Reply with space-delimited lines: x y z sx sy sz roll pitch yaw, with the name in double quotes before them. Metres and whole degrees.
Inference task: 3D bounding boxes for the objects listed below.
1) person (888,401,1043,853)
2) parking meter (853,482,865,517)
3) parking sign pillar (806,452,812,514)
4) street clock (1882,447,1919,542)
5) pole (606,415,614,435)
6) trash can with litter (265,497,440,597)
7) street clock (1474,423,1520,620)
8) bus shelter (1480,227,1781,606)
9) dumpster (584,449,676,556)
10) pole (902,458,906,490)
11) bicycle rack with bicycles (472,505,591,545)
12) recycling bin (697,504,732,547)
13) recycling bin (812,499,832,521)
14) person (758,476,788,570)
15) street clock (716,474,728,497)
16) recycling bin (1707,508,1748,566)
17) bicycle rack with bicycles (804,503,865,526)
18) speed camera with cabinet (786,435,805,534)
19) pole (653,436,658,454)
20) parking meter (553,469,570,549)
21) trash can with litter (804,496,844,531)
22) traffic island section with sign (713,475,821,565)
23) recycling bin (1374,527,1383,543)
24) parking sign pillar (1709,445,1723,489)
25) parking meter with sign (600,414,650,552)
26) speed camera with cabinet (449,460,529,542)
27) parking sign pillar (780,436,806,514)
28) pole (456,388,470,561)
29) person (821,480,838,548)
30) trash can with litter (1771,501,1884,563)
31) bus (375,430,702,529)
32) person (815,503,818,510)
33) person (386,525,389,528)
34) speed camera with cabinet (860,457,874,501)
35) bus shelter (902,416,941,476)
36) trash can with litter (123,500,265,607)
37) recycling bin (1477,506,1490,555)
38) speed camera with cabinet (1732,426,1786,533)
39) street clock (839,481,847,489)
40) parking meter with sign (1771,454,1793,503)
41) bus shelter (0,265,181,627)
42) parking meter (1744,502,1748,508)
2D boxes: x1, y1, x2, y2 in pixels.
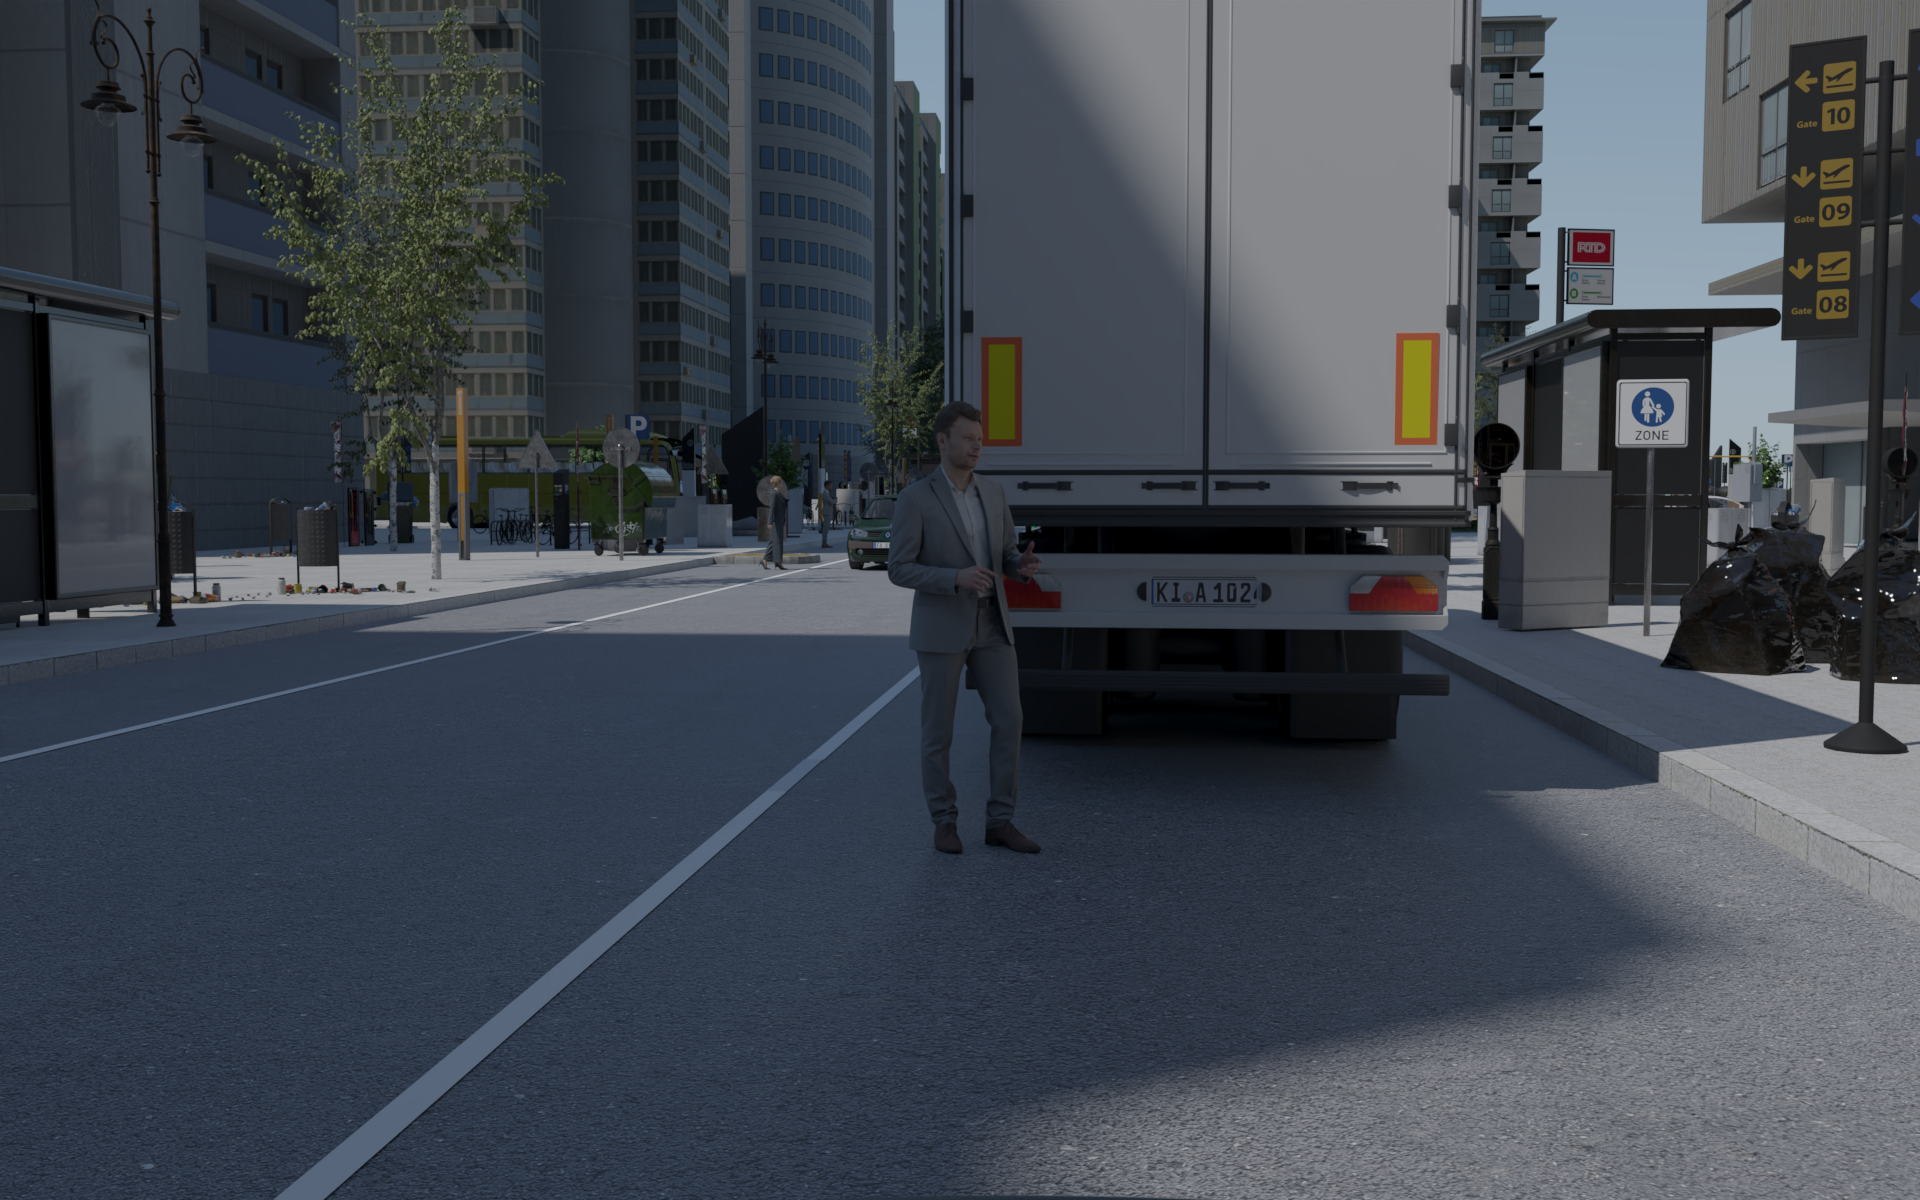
"person" 0.052 0.110 6.901 0.606 1.804 0.583 -3 4 -37
"parking meter" -4.946 -4.779 83.855 0.399 1.863 0.255 2 4 34
"parking sign pillar" -10.088 -7.547 111.862 1.447 3.967 1.447 3 4 39
"street clock" 14.546 -1.363 26.859 0.471 2.002 0.358 0 4 5
"pole" -9.010 -3.110 44.688 0.158 3.312 0.155 0 3 0
"trash can with litter" -7.937 -0.696 22.435 2.233 1.210 1.678 0 4 -8
"street clock" 5.442 -0.801 17.670 0.471 2.002 0.358 1 4 11
"bus shelter" 8.585 -2.827 23.857 2.179 5.291 8.768 0 4 5
"dumpster" -6.978 -2.087 36.624 1.502 2.255 1.985 0 4 5
"pole" -3.133 -6.323 97.230 0.158 3.312 0.155 0 3 0
"bicycle rack with bicycles" -10.912 -1.887 44.239 2.852 0.926 2.925 1 4 22
"recycling bin" -5.939 -1.798 41.946 0.722 1.027 0.722 0 4 4
"recycling bin" -6.617 -4.303 82.915 0.722 1.027 0.722 -2 4 -33
"person" -3.510 -1.456 32.728 0.534 1.772 0.576 -1 4 -20
"street clock" -7.103 -2.881 51.672 0.358 2.002 0.471 -2 4 -25
"recycling bin" 13.536 -1.125 30.945 0.722 1.027 0.722 -1 4 -18
"bicycle rack with bicycles" -5.407 -3.482 70.320 2.852 0.926 2.925 0 4 -4
"speed camera with cabinet" -5.454 -3.844 57.187 0.660 3.252 2.038 0 4 -3
"pole" -10.690 -4.103 60.930 0.158 3.312 0.155 0 3 0
"parking meter" -9.305 -2.125 40.447 0.255 1.863 0.399 1 4 11
"trash can with litter" -4.920 -3.082 61.447 1.678 1.210 2.233 2 4 27
"traffic island section with sign" -3.980 -1.686 36.195 1.989 1.847 2.006 0 4 5
"recycling bin" 10.747 -2.022 45.622 0.722 1.027 0.722 0 4 7
"parking sign pillar" 41.509 -6.544 95.462 1.447 3.967 1.447 -3 5 -44
"parking meter with sign" -7.551 -2.594 38.668 0.543 3.016 1.738 -3 4 -36
"speed camera with cabinet" -12.843 -3.234 47.213 2.038 3.252 0.660 -2 4 -25
"parking sign pillar" -8.043 -5.606 80.123 1.447 3.967 1.447 0 4 -2
"pole" -9.581 -2.420 33.404 0.158 3.312 0.155 0 3 0
"person" -3.483 -2.300 46.282 0.466 1.800 0.511 -1 4 -18
"trash can with litter" 8.404 -0.382 17.305 1.678 1.210 2.233 2 4 33
"bus" -16.152 -4.610 66.923 12.252 3.916 2.896 0 4 4
"person" -5.296 -3.564 66.681 0.656 1.842 0.836 1 4 15
"person" -22.685 -3.466 69.444 0.640 1.303 0.475 0 4 -7
"speed camera with cabinet" -5.481 -5.980 92.108 2.038 3.252 0.660 2 4 32
"bus shelter" -1.639 -6.996 92.009 2.179 5.291 8.768 0 4 6
"trash can with litter" -9.685 -0.577 20.498 2.233 1.210 1.678 0 4 -4
"recycling bin" 11.321 -1.449 36.253 0.722 1.027 0.722 -1 4 -9
"speed camera with cabinet" 23.684 -3.483 51.283 2.038 3.252 0.660 -3 4 -36
"street clock" -6.708 -5.795 99.310 0.471 2.002 0.358 -3 4 -38
"parking meter with sign" 36.058 -4.913 76.583 0.543 3.016 1.738 0 4 -8
"bus shelter" -9.880 -2.250 14.412 2.179 5.291 8.768 0 4 5
"parking meter" 24.004 -2.866 52.566 0.399 1.863 0.255 -1 4 -18
